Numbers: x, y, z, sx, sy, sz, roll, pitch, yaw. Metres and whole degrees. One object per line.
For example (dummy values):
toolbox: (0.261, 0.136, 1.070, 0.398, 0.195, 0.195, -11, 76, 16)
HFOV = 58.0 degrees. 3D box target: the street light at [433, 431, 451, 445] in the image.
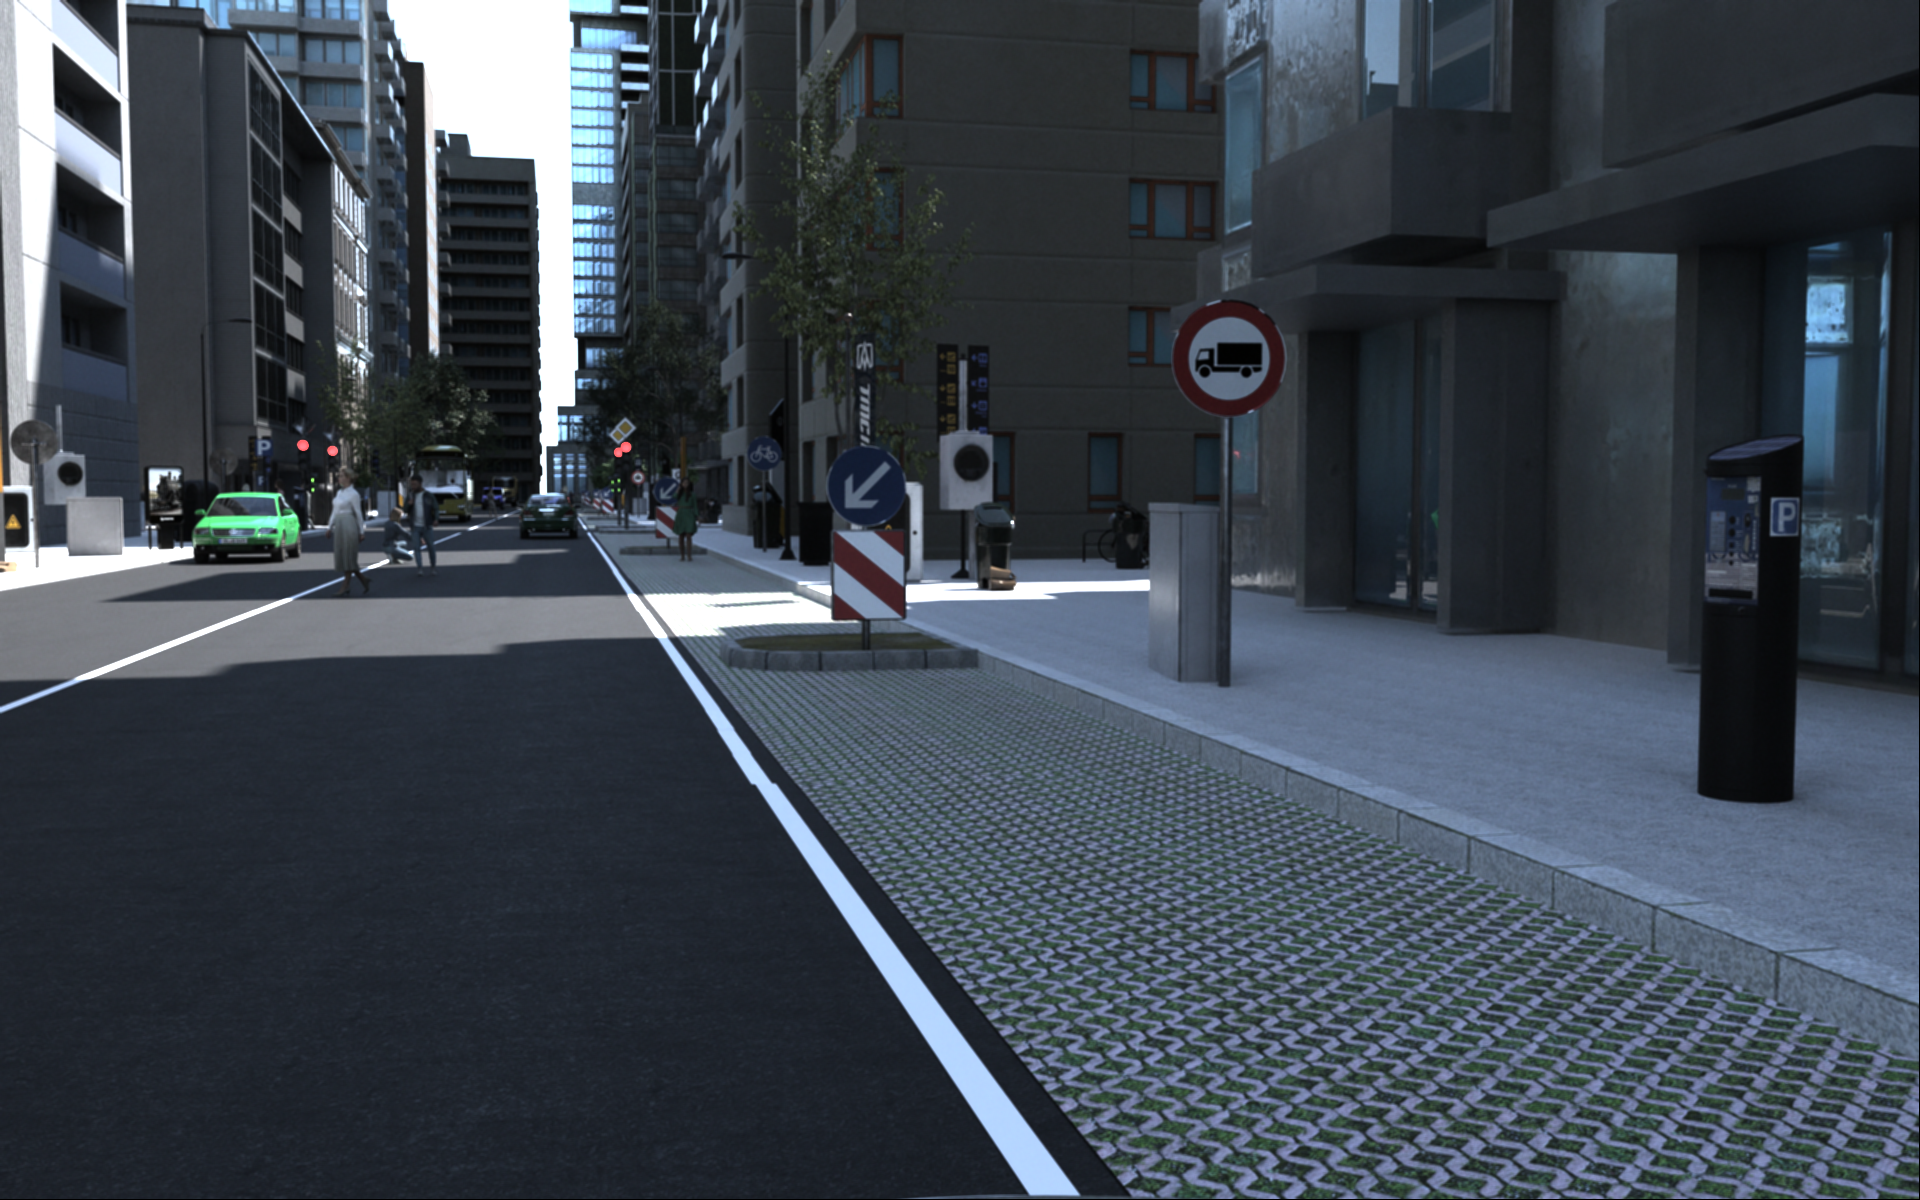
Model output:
street light: (-38.072, -9.462, 127.252, 1.470, 5.913, 1.316, -1, 4, -13)

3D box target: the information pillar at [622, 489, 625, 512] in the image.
information pillar: (-23.930, -8.083, 123.509, 0.183, 3.616, 0.504, 3, 4, 37)

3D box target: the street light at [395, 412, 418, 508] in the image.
street light: (-31.449, -7.691, 98.292, 1.470, 5.913, 1.316, -1, 4, -13)

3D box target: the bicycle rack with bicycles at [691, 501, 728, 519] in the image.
bicycle rack with bicycles: (-13.058, -4.660, 89.580, 2.925, 0.926, 2.852, 2, 4, 35)

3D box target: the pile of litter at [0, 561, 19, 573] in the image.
pile of litter: (-16.210, -0.895, 28.596, 1.176, 0.858, 1.719, -2, 4, -32)

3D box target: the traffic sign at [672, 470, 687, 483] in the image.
traffic sign: (-11.438, -4.192, 70.674, 0.606, 2.300, 0.079, -1, 4, -8)

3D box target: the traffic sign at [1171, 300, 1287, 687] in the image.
traffic sign: (1.763, -0.695, 11.467, 0.768, 2.556, 0.104, 0, 4, -4)

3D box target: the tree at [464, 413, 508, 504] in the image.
tree: (-60.540, -17.811, 216.961, 9.928, 11.665, 9.643, 0, 3, 0)

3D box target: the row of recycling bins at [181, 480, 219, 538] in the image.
row of recycling bins: (-22.308, -2.656, 50.546, 1.069, 1.692, 3.534, -2, 4, -30)

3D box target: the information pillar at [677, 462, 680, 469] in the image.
information pillar: (-20.590, -8.316, 127.322, 0.504, 3.616, 0.183, -3, 4, -37)

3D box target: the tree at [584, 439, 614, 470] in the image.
tree: (-43.634, -15.916, 210.596, 4.360, 8.622, 3.978, 0, 3, 0)

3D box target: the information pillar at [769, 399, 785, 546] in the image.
information pillar: (-4.494, -3.132, 42.571, 0.183, 3.616, 0.504, 3, 4, 36)

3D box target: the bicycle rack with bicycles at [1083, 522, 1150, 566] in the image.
bicycle rack with bicycles: (3.746, -1.155, 32.260, 2.925, 0.926, 2.852, -2, 4, -30)

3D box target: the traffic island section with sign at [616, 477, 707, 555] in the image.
traffic island section with sign: (-7.106, -1.998, 41.292, 1.989, 1.847, 2.006, -1, 4, -13)

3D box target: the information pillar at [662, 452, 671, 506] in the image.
information pillar: (-16.241, -6.391, 95.840, 0.504, 3.616, 0.183, 1, 4, 17)

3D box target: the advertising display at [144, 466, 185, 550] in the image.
advertising display: (-18.300, -2.119, 39.861, 0.123, 1.923, 0.974, 2, 4, 26)

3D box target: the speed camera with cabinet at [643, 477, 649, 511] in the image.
speed camera with cabinet: (-24.073, -8.504, 133.373, 0.660, 3.252, 2.038, -1, 4, -8)

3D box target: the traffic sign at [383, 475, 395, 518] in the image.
traffic sign: (-30.293, -5.493, 91.934, 0.606, 2.300, 0.079, -1, 4, -12)

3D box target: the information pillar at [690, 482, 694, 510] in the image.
information pillar: (-16.299, -6.130, 104.719, 0.304, 2.012, 0.304, -3, 5, -44)

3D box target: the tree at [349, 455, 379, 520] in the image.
tree: (-29.424, -5.494, 84.433, 1.663, 3.219, 1.824, 0, 3, 0)

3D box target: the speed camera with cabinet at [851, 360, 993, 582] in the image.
speed camera with cabinet: (-0.569, -1.897, 25.350, 2.038, 3.252, 0.660, -1, 4, -16)

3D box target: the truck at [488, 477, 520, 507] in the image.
truck: (-51.433, -12.229, 195.869, 3.469, 3.379, 9.791, -1, 4, -13)

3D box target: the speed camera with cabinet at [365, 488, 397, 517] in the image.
speed camera with cabinet: (-32.543, -6.257, 96.635, 2.038, 3.252, 0.660, -1, 4, -10)

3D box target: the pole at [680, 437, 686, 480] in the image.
pole: (-9.833, -4.146, 61.626, 0.158, 3.312, 0.155, 0, 3, 0)

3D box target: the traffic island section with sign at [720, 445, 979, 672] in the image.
traffic island section with sign: (-1.032, -0.382, 14.876, 1.989, 1.847, 2.006, -1, 4, -13)

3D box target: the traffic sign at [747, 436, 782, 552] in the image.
traffic sign: (-4.319, -2.333, 38.253, 0.768, 2.556, 0.104, 0, 4, -5)

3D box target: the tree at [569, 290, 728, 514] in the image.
tree: (-13.269, -8.891, 79.775, 7.601, 10.594, 8.767, 0, 4, 1)

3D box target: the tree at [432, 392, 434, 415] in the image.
tree: (-33.483, -9.366, 103.491, 4.737, 8.622, 4.395, 0, 3, 0)

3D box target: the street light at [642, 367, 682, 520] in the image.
street light: (-10.752, -5.558, 63.420, 1.470, 5.913, 1.316, -1, 4, -13)

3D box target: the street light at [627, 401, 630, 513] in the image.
street light: (-16.026, -6.959, 86.326, 1.470, 5.913, 1.316, -1, 4, -13)

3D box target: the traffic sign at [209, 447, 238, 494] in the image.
traffic sign: (-20.131, -2.890, 47.362, 0.768, 2.556, 0.104, 0, 4, -4)

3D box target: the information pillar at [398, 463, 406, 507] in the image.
information pillar: (-38.985, -7.936, 121.109, 0.504, 3.616, 0.183, -2, 4, -27)

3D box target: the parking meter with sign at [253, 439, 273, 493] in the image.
parking meter with sign: (-22.452, -3.637, 55.721, 0.543, 3.016, 1.738, -2, 4, -27)

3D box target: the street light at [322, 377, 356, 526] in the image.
street light: (-24.699, -5.895, 68.919, 1.470, 5.913, 1.316, -1, 4, -13)

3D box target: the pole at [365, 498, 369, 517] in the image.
pole: (-33.749, -6.400, 98.490, 0.158, 3.312, 0.155, 0, 3, 0)

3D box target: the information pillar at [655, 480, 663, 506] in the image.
information pillar: (-15.595, -5.212, 89.707, 0.304, 2.012, 0.304, -2, 4, -25)

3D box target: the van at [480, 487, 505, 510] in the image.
van: (-42.739, -9.431, 158.576, 2.240, 2.365, 5.245, -1, 4, -13)

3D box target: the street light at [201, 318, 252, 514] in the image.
street light: (-19.361, -4.476, 45.719, 1.470, 5.913, 1.316, -1, 4, -13)

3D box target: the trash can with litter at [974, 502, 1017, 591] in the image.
trash can with litter: (0.553, -0.731, 23.347, 0.624, 1.170, 1.055, -1, 4, -13)

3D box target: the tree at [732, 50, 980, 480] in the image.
tree: (-1.838, -4.821, 29.194, 4.737, 8.622, 4.395, 0, 3, 0)

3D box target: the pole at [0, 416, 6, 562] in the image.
pole: (-16.854, -2.228, 30.265, 0.158, 3.312, 0.155, 0, 3, 0)

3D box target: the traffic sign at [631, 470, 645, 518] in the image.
traffic sign: (-17.353, -5.709, 93.440, 0.768, 2.556, 0.104, 0, 4, -4)

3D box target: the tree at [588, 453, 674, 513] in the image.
tree: (-22.788, -8.260, 118.757, 4.285, 4.588, 4.351, 0, 3, 0)

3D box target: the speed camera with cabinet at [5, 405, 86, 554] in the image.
speed camera with cabinet: (-20.303, -2.666, 37.919, 0.660, 3.252, 2.038, 3, 4, 37)

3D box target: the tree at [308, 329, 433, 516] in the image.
tree: (-27.268, -7.811, 78.065, 4.737, 8.622, 4.395, 0, 3, 0)

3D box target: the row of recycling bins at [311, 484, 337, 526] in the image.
row of recycling bins: (-25.995, -3.926, 71.302, 1.069, 1.692, 3.534, -1, 4, -12)

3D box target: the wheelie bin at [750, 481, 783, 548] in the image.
wheelie bin: (-4.612, -2.032, 41.137, 0.693, 1.594, 0.980, -1, 4, -20)

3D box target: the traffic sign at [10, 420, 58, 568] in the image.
traffic sign: (-15.945, -1.820, 29.855, 0.768, 2.556, 0.104, -1, 4, -9)

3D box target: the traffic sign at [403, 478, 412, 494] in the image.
traffic sign: (-34.872, -6.559, 109.373, 0.606, 2.300, 0.079, 0, 4, -5)

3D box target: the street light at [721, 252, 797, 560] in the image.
street light: (-3.896, -3.733, 33.584, 1.470, 5.913, 1.316, -1, 4, -13)

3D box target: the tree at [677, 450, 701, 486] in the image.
tree: (-21.100, -8.941, 129.899, 4.285, 4.588, 4.351, 0, 3, 0)

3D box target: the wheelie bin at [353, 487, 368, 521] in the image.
wheelie bin: (-28.428, -4.515, 81.723, 0.980, 1.594, 0.693, -1, 4, -15)

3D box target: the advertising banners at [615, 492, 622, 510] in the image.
advertising banners: (-26.836, -8.602, 136.828, 0.090, 3.025, 2.074, -2, 4, -35)

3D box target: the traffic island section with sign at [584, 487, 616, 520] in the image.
traffic island section with sign: (-19.455, -5.283, 95.005, 1.989, 1.847, 2.006, -1, 4, -13)

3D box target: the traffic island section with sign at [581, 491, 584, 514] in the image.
traffic island section with sign: (-25.588, -6.913, 121.649, 1.989, 1.847, 2.006, -1, 4, -13)

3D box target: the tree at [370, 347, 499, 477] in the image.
tree: (-40.985, -13.359, 135.419, 9.611, 12.733, 9.660, 0, 3, 0)
